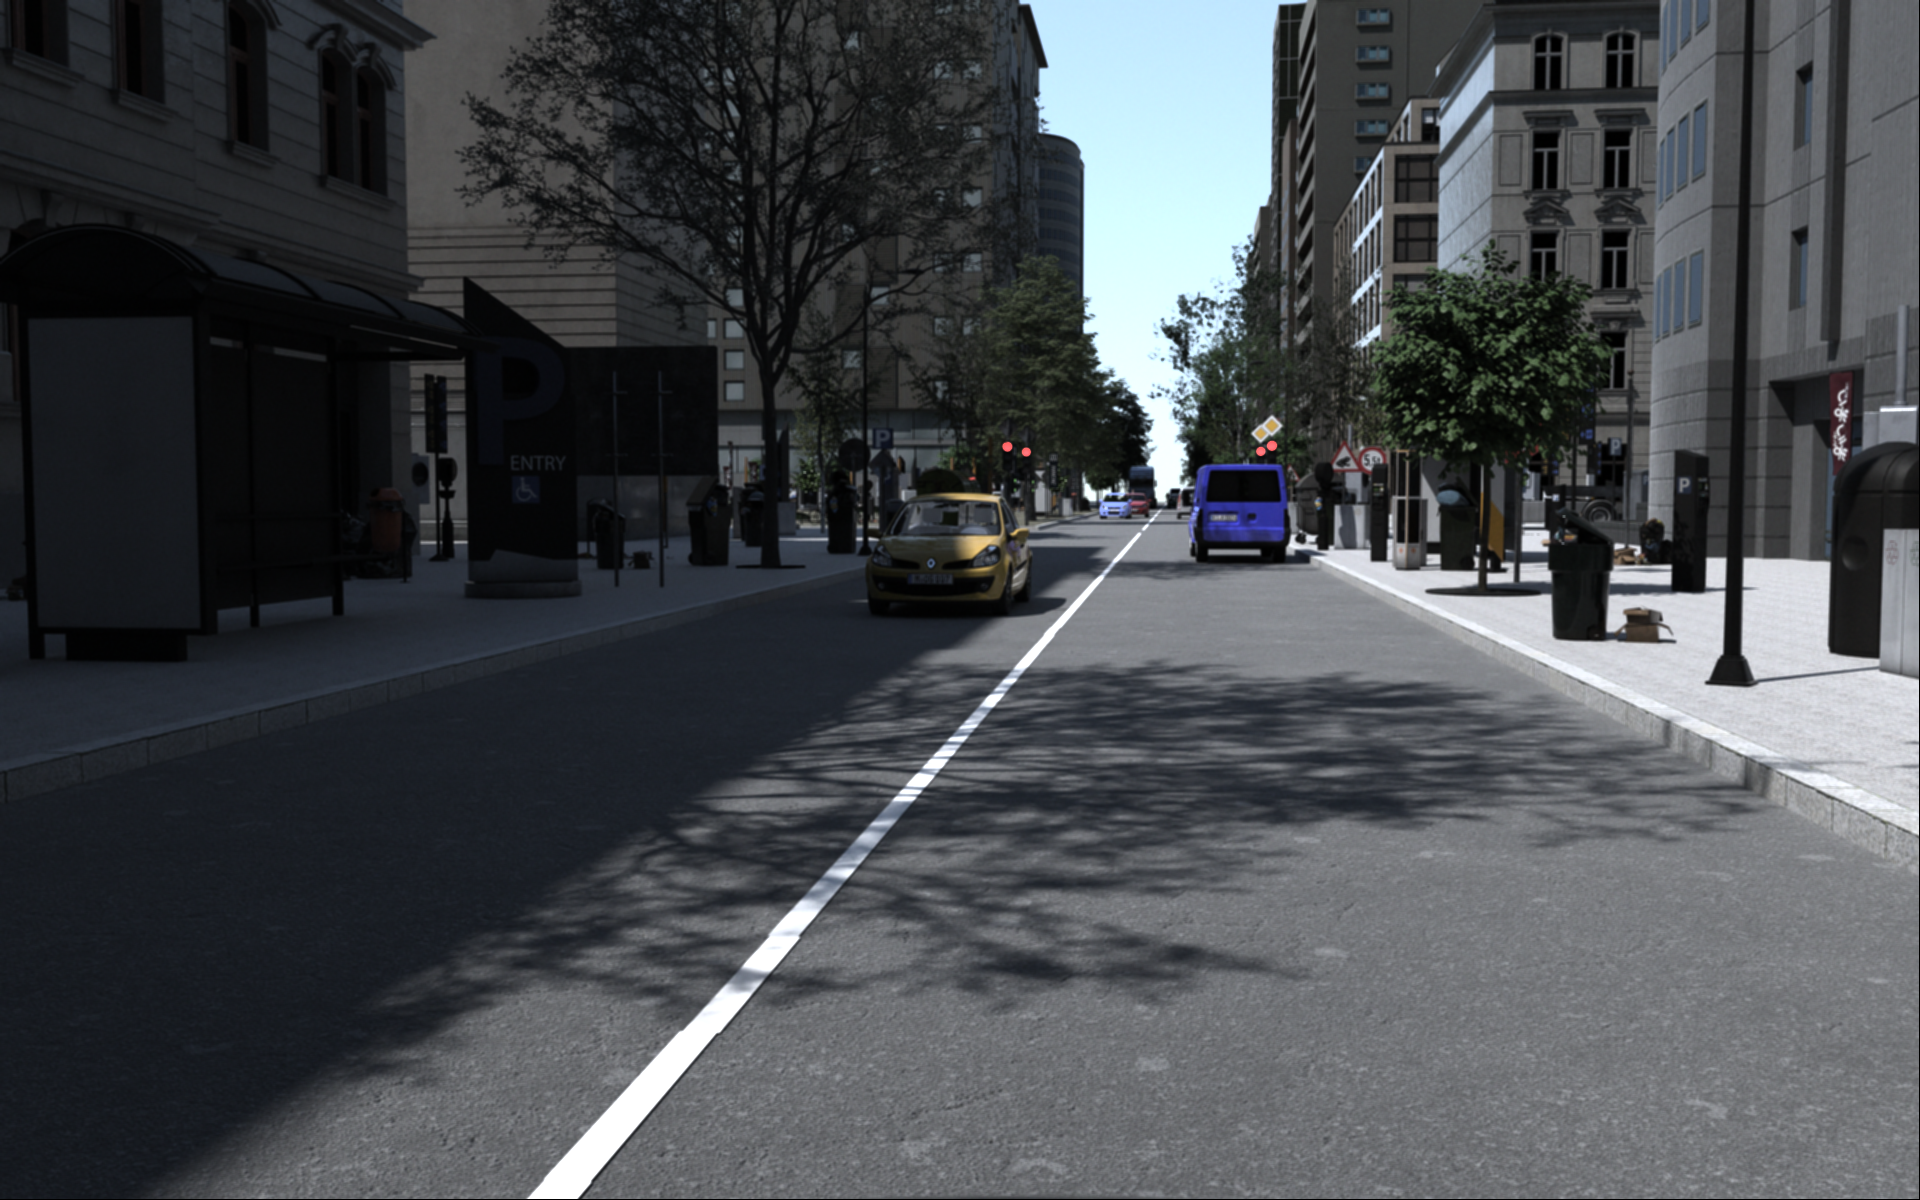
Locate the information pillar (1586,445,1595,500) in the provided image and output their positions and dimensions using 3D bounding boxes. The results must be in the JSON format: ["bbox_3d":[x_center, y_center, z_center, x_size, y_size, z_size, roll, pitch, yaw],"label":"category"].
[{"bbox_3d":[26.544,-4.990,72.939,0.504,3.616,0.183,-3,4,-38],"label":"information pillar"}]

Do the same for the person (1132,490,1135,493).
[{"bbox_3d":[13.099,-7.498,131.487,0.834,1.777,0.661,1,4,10],"label":"person"}]

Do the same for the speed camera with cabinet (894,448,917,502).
[{"bbox_3d":[-2.372,-4.842,73.501,0.660,3.252,2.038,-1,4,-18],"label":"speed camera with cabinet"}]

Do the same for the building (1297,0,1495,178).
[{"bbox_3d":[41.338,-32.392,153.305,21.300,48.544,21.600,0,4,7],"label":"building"}]

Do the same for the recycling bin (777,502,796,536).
[{"bbox_3d":[-5.594,-2.531,53.930,0.722,1.027,0.722,-3,5,-44],"label":"recycling bin"}]

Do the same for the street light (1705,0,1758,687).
[{"bbox_3d":[4.675,-2.388,11.591,1.470,5.913,1.316,0,4,7],"label":"street light"}]

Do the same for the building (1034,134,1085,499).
[{"bbox_3d":[8.732,-45.128,279.843,21.231,58.520,28.212,0,4,7],"label":"building"}]

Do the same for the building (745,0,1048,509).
[{"bbox_3d":[-5.628,-36.666,188.722,28.713,52.752,27.495,0,4,7],"label":"building"}]

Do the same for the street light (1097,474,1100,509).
[{"bbox_3d":[12.287,-10.633,146.394,1.470,5.913,1.316,0,4,7],"label":"street light"}]

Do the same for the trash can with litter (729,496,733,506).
[{"bbox_3d":[-16.318,-7.122,127.496,2.233,1.210,1.678,-2,4,-30],"label":"trash can with litter"}]

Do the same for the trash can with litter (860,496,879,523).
[{"bbox_3d":[-4.094,-4.505,84.717,1.678,1.210,2.233,2,4,28],"label":"trash can with litter"}]

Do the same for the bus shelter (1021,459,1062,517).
[{"bbox_3d":[4.764,-6.566,101.279,2.014,3.302,5.546,0,4,7],"label":"bus shelter"}]

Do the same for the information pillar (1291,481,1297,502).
[{"bbox_3d":[15.632,-4.673,80.901,0.304,2.012,0.304,0,4,8],"label":"information pillar"}]

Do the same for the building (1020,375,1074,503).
[{"bbox_3d":[2.042,-24.957,253.079,27.650,21.520,28.899,0,4,7],"label":"building"}]

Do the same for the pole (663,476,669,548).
[{"bbox_3d":[-7.014,-2.886,41.025,0.158,3.312,0.155,0,3,0],"label":"pole"}]

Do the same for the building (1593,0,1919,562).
[{"bbox_3d":[25.634,-30.081,33.832,21.231,58.520,28.212,0,4,7],"label":"building"}]

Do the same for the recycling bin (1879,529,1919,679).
[{"bbox_3d":[7.008,0.022,12.188,0.722,1.027,0.722,0,4,2],"label":"recycling bin"}]

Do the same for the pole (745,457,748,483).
[{"bbox_3d":[-11.887,-6.266,96.287,0.158,3.312,0.155,0,3,0],"label":"pole"}]

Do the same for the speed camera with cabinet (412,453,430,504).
[{"bbox_3d":[-12.607,-2.687,38.269,0.660,3.252,2.038,1,4,23],"label":"speed camera with cabinet"}]

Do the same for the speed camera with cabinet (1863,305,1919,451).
[{"bbox_3d":[10.558,-1.447,18.002,2.038,3.252,0.660,2,4,35],"label":"speed camera with cabinet"}]

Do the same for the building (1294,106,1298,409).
[{"bbox_3d":[46.430,-34.204,178.838,23.786,49.044,30.456,0,4,7],"label":"building"}]

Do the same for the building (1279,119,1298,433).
[{"bbox_3d":[44.785,-33.746,201.862,14.600,45.320,14.200,0,4,7],"label":"building"}]

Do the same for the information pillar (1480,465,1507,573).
[{"bbox_3d":[8.667,-2.248,28.103,0.504,3.616,0.183,-2,4,-34],"label":"information pillar"}]

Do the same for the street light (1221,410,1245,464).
[{"bbox_3d":[15.133,-7.534,95.721,1.470,5.913,1.316,0,4,7],"label":"street light"}]

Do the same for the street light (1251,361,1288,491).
[{"bbox_3d":[10.815,-5.373,60.382,1.470,5.913,1.316,0,4,7],"label":"street light"}]

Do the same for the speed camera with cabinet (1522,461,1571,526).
[{"bbox_3d":[23.919,-4.675,70.773,0.660,3.252,2.038,-3,5,-45],"label":"speed camera with cabinet"}]

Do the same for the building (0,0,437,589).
[{"bbox_3d":[-18.844,-14.544,25.181,14.401,28.519,23.554,0,4,7],"label":"building"}]

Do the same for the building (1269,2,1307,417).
[{"bbox_3d":[53.892,-49.793,252.374,20.563,71.187,20.611,0,4,7],"label":"building"}]

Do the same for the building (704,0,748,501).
[{"bbox_3d":[-8.982,-35.000,161.483,28.713,52.752,27.495,0,4,7],"label":"building"}]

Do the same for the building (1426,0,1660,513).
[{"bbox_3d":[45.574,-18.641,81.203,44.131,29.872,17.030,0,4,7],"label":"building"}]

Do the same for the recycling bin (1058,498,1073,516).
[{"bbox_3d":[6.055,-5.317,99.491,0.722,1.027,0.722,1,4,13],"label":"recycling bin"}]

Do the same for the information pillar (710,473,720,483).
[{"bbox_3d":[-8.623,-3.447,60.843,0.304,2.012,0.304,1,4,13],"label":"information pillar"}]

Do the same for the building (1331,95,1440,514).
[{"bbox_3d":[38.104,-19.573,124.537,19.350,26.468,34.151,0,4,7],"label":"building"}]

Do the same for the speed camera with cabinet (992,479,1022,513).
[{"bbox_3d":[3.185,-7.588,118.393,2.038,3.252,0.660,1,4,18],"label":"speed camera with cabinet"}]

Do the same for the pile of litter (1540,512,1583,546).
[{"bbox_3d":[14.782,-1.729,42.240,1.176,0.858,1.719,2,4,23],"label":"pile of litter"}]

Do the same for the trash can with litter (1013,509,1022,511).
[{"bbox_3d":[4.647,-7.232,129.301,2.233,1.210,1.678,2,4,30],"label":"trash can with litter"}]

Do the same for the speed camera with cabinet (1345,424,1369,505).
[{"bbox_3d":[10.874,-3.310,48.448,0.660,3.252,2.038,2,4,30],"label":"speed camera with cabinet"}]

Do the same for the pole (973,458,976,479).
[{"bbox_3d":[0.808,-6.333,97.385,0.158,3.312,0.155,0,3,0],"label":"pole"}]

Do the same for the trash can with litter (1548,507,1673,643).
[{"bbox_3d":[5.719,-0.236,15.238,1.055,1.170,0.624,2,4,23],"label":"trash can with litter"}]

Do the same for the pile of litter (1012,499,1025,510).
[{"bbox_3d":[4.947,-7.785,141.251,1.719,0.858,1.176,2,4,27],"label":"pile of litter"}]

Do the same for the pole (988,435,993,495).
[{"bbox_3d":[1.052,-4.062,60.254,0.158,3.312,0.155,0,3,0],"label":"pole"}]

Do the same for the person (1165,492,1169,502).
[{"bbox_3d":[35.272,-17.424,293.940,0.990,1.755,0.434,1,4,12],"label":"person"}]

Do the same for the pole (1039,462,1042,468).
[{"bbox_3d":[4.963,-6.894,106.566,0.158,3.312,0.155,0,3,0],"label":"pole"}]

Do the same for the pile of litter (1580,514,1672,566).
[{"bbox_3d":[12.393,-1.081,31.645,1.719,0.858,1.176,-1,4,-20],"label":"pile of litter"}]

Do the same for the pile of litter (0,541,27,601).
[{"bbox_3d":[-11.179,-0.451,21.334,1.719,0.858,1.176,0,4,-1],"label":"pile of litter"}]

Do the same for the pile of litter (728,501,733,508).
[{"bbox_3d":[-14.890,-6.029,112.537,1.719,0.858,1.176,3,5,43],"label":"pile of litter"}]

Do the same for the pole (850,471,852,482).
[{"bbox_3d":[-8.217,-8.409,131.333,0.158,3.312,0.155,0,3,0],"label":"pole"}]

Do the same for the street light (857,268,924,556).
[{"bbox_3d":[-1.430,-3.873,35.863,1.470,5.913,1.316,0,4,7],"label":"street light"}]

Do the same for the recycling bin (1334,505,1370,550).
[{"bbox_3d":[9.138,-1.701,40.359,0.722,1.027,0.722,1,4,21],"label":"recycling bin"}]

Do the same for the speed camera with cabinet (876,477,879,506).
[{"bbox_3d":[-6.177,-8.884,139.585,0.660,3.252,2.038,-1,4,-19],"label":"speed camera with cabinet"}]

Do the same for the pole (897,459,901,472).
[{"bbox_3d":[-3.502,-6.466,99.554,0.158,3.312,0.155,0,3,0],"label":"pole"}]

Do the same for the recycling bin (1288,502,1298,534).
[{"bbox_3d":[10.420,-2.621,55.399,0.722,1.027,0.722,0,4,2],"label":"recycling bin"}]

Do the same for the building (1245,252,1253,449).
[{"bbox_3d":[55.233,-37.229,292.294,14.154,41.232,14.086,0,4,7],"label":"building"}]

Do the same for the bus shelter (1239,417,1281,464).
[{"bbox_3d":[15.327,-6.743,87.882,2.179,5.291,8.768,0,4,7],"label":"bus shelter"}]

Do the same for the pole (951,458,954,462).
[{"bbox_3d":[-0.416,-6.307,96.958,0.158,3.312,0.155,0,3,0],"label":"pole"}]

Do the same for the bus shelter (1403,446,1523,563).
[{"bbox_3d":[9.920,-2.478,34.432,2.014,3.302,5.546,0,4,7],"label":"bus shelter"}]

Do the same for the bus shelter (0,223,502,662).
[{"bbox_3d":[-6.177,-1.334,15.728,2.014,3.302,5.546,0,4,7],"label":"bus shelter"}]

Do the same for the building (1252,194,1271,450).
[{"bbox_3d":[57.501,-39.764,273.845,21.300,48.544,21.600,0,4,7],"label":"building"}]

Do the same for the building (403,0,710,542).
[{"bbox_3d":[-17.403,-12.387,51.680,18.267,20.994,9.793,0,4,7],"label":"building"}]
